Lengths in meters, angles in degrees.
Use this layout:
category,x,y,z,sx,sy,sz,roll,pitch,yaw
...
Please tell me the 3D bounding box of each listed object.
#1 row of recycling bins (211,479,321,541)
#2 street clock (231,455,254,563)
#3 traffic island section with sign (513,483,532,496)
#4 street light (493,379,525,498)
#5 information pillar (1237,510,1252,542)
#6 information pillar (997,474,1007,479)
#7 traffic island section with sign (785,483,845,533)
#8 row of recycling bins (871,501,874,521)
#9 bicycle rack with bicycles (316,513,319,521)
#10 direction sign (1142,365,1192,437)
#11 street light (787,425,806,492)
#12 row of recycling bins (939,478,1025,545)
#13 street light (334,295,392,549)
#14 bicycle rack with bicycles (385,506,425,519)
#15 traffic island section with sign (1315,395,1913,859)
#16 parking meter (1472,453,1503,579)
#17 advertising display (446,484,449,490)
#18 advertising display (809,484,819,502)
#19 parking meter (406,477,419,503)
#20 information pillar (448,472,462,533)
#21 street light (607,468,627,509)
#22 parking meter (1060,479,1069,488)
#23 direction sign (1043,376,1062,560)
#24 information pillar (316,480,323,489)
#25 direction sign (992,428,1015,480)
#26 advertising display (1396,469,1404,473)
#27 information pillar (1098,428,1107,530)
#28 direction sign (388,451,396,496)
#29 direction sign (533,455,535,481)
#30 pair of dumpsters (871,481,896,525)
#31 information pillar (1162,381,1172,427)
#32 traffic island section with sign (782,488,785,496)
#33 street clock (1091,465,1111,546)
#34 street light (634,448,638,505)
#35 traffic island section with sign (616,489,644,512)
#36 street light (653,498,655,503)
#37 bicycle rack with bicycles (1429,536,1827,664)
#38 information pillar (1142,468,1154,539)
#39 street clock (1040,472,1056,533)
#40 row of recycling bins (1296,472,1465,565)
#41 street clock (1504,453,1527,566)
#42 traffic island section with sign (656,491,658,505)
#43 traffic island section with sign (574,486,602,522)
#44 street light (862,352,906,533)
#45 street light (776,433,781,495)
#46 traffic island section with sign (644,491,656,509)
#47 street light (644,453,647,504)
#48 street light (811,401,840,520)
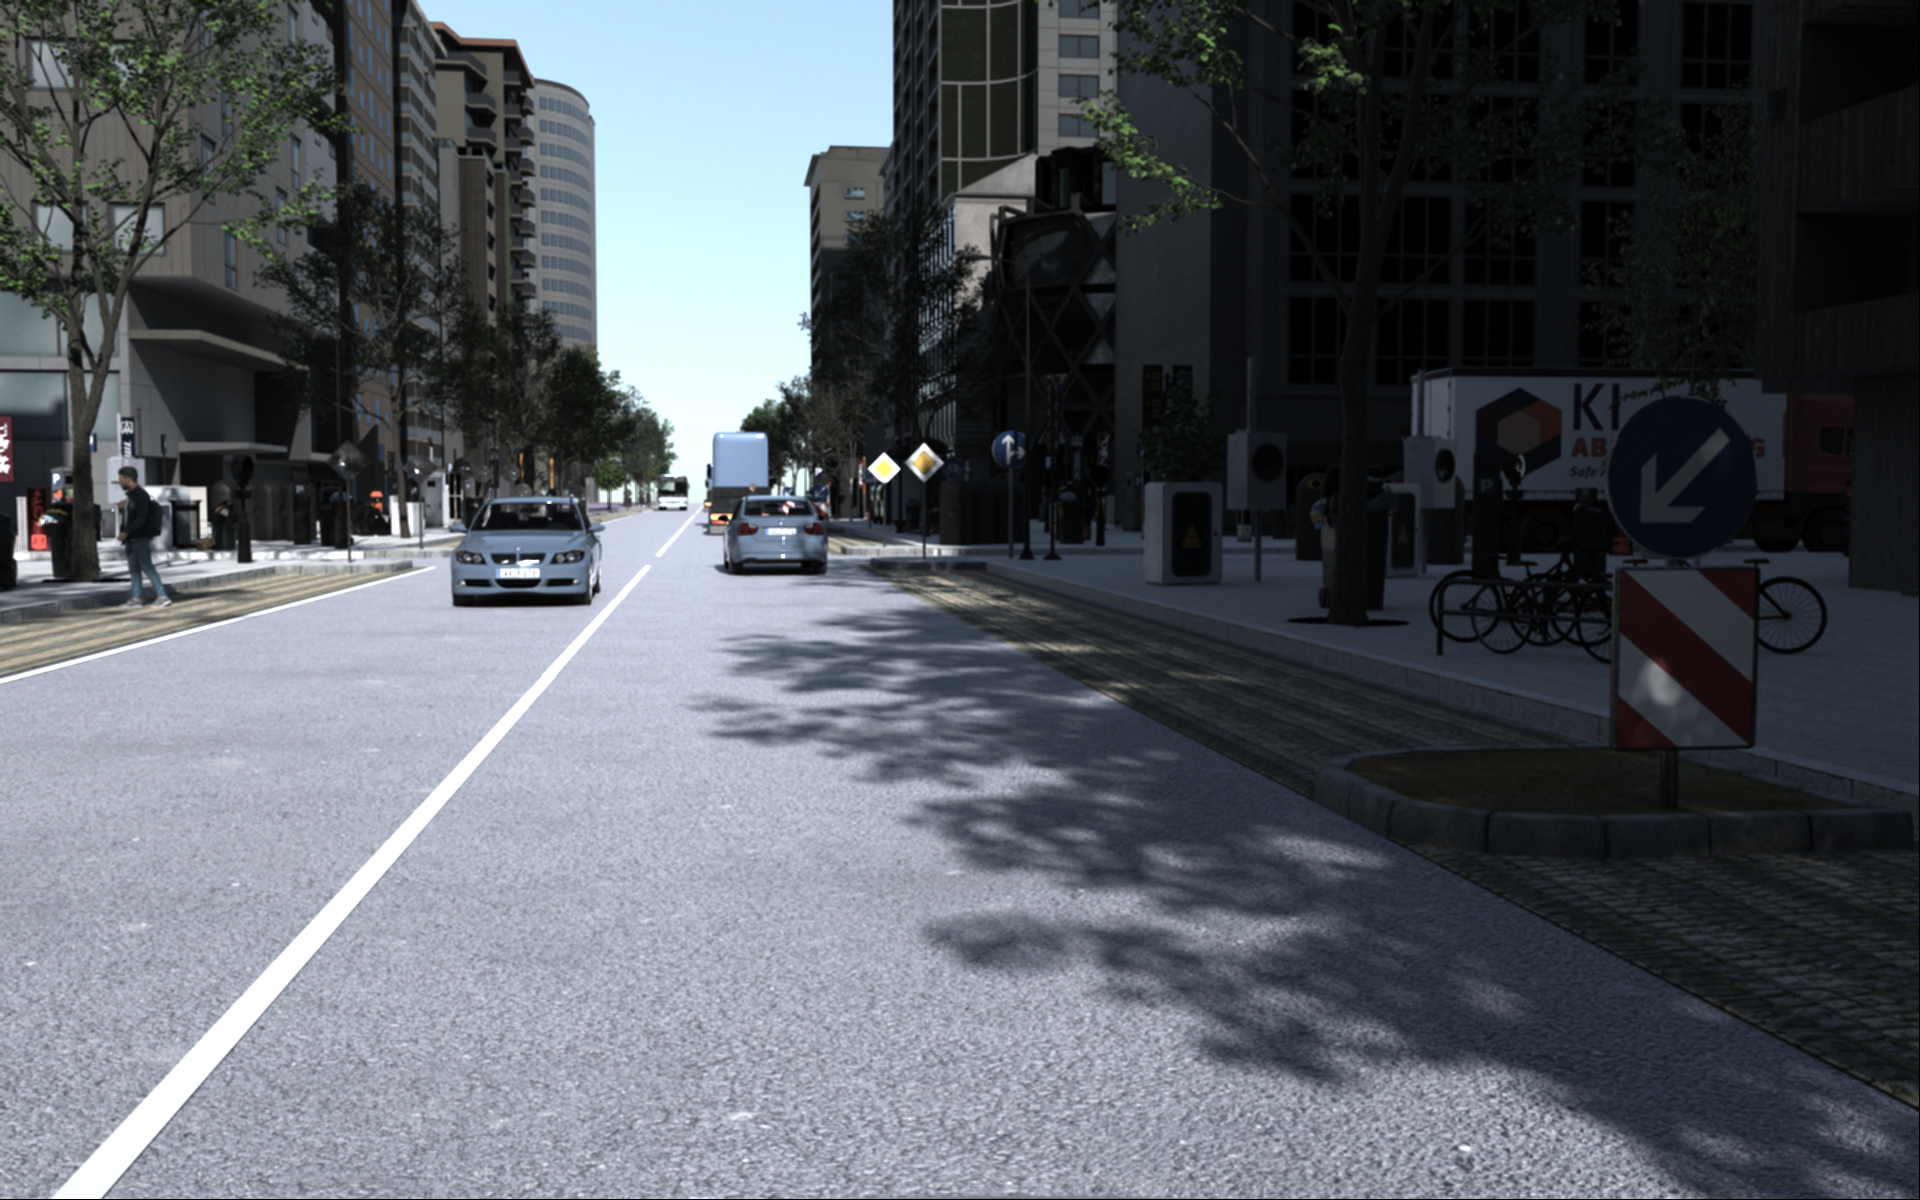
category,x,y,z,sx,sy,sz,roll,pitch,yaw
row of recycling bins,-19.299,-2.497,47.940,3.534,1.692,1.069,2,4,24
street clock,-13.326,-1.690,32.209,0.358,2.002,0.471,0,4,3
traffic island section with sign,-15.677,-3.278,62.216,1.989,1.847,2.006,0,4,-8
street light,-18.235,-5.956,69.914,1.470,5.913,1.316,0,4,-8
information pillar,7.633,-2.564,46.416,0.304,2.012,0.304,-1,4,-17
information pillar,1.568,-3.677,64.617,0.304,2.012,0.304,-1,4,-13
traffic island section with sign,-5.346,-3.403,64.271,1.989,1.847,2.006,0,4,-8
row of recycling bins,-2.714,-4.732,84.475,3.534,1.692,1.069,-1,4,-20
bicycle rack with bicycles,-24.001,-2.934,61.358,2.852,0.926,2.925,0,4,8
direction sign,3.638,-2.352,30.456,0.876,3.537,0.379,0,4,-4
street light,-10.880,-8.768,115.901,1.470,5.913,1.316,0,4,-8
row of recycling bins,0.662,-2.305,44.795,1.069,1.692,3.534,2,4,32
street light,-13.945,-4.156,40.486,1.470,5.913,1.316,0,4,-8
bicycle rack with bicycles,-27.923,-4.538,87.584,2.925,0.926,2.852,-1,4,-12
traffic island section with sign,2.695,0.055,7.728,1.989,1.847,2.006,0,4,-8
parking meter,7.523,-1.161,24.699,0.399,1.863,0.255,1,4,21
advertising display,-32.891,-6.503,111.532,0.123,1.923,0.974,2,4,24
advertising display,-9.232,-6.520,111.818,0.974,1.923,0.123,-1,4,-13
parking meter,-18.409,-3.216,58.294,0.399,1.863,0.255,-3,4,-38
information pillar,-16.855,-3.264,57.853,0.304,2.012,0.304,2,4,29
street light,-28.976,-10.570,145.356,1.470,5.913,1.316,0,4,-8
parking meter,4.207,-3.887,69.266,0.399,1.863,0.255,-3,5,-43
direction sign,1.808,-2.555,33.765,0.379,3.537,0.876,-1,4,-12
information pillar,-34.211,-5.387,92.573,0.304,2.012,0.304,0,4,-4
direction sign,1.480,-4.111,59.208,0.876,3.537,0.379,2,4,27
advertising display,11.717,-2.483,45.810,0.123,1.923,0.974,2,4,31
information pillar,5.074,-4.316,61.919,0.183,3.616,0.504,-2,4,-25
direction sign,-30.206,-6.124,92.124,0.379,3.537,0.876,0,4,5
direction sign,-25.033,-6.698,101.506,0.379,3.537,0.876,-2,4,-29
pair of dumpsters,-2.847,-4.326,73.226,1.574,2.255,4.437,-1,4,-8
information pillar,4.064,-2.555,33.124,0.183,3.616,0.504,-3,4,-36
traffic island section with sign,-9.123,-5.036,90.962,1.989,1.847,2.006,0,4,-8
street clock,3.470,-2.334,42.728,0.471,2.002,0.358,1,4,15
street light,-33.200,-12.392,175.155,1.470,5.913,1.316,0,4,-8
traffic island section with sign,-26.581,-7.970,138.929,1.989,1.847,2.006,0,4,-8
street light,-40.641,-15.584,227.346,1.470,5.913,1.316,0,4,-8
bicycle rack with bicycles,5.050,-0.036,13.972,2.852,0.926,2.925,-3,5,-43
information pillar,5.323,-2.726,49.056,0.304,2.012,0.304,1,4,16
street clock,2.926,-3.240,57.538,0.471,2.002,0.358,-2,4,-23
row of recycling bins,7.916,-1.569,32.769,1.069,1.692,3.534,-3,5,-45
street clock,9.919,-1.615,30.978,0.358,2.002,0.471,3,5,43
traffic island section with sign,-37.973,-12.870,219.056,1.989,1.847,2.006,0,4,-8
traffic island section with sign,-19.515,-4.932,89.263,1.989,1.847,2.006,0,4,-8
street light,-2.497,-5.147,56.700,1.470,5.913,1.316,0,4,-8
street light,-13.344,-9.799,132.756,1.470,5.913,1.316,0,4,-8
traffic island section with sign,-30.435,-9.625,165.988,1.989,1.847,2.006,0,4,-8
street light,-36.428,-13.784,197.907,1.470,5.913,1.316,0,4,-8
street light,-6.714,-6.967,86.455,1.470,5.913,1.316,0,4,-8
